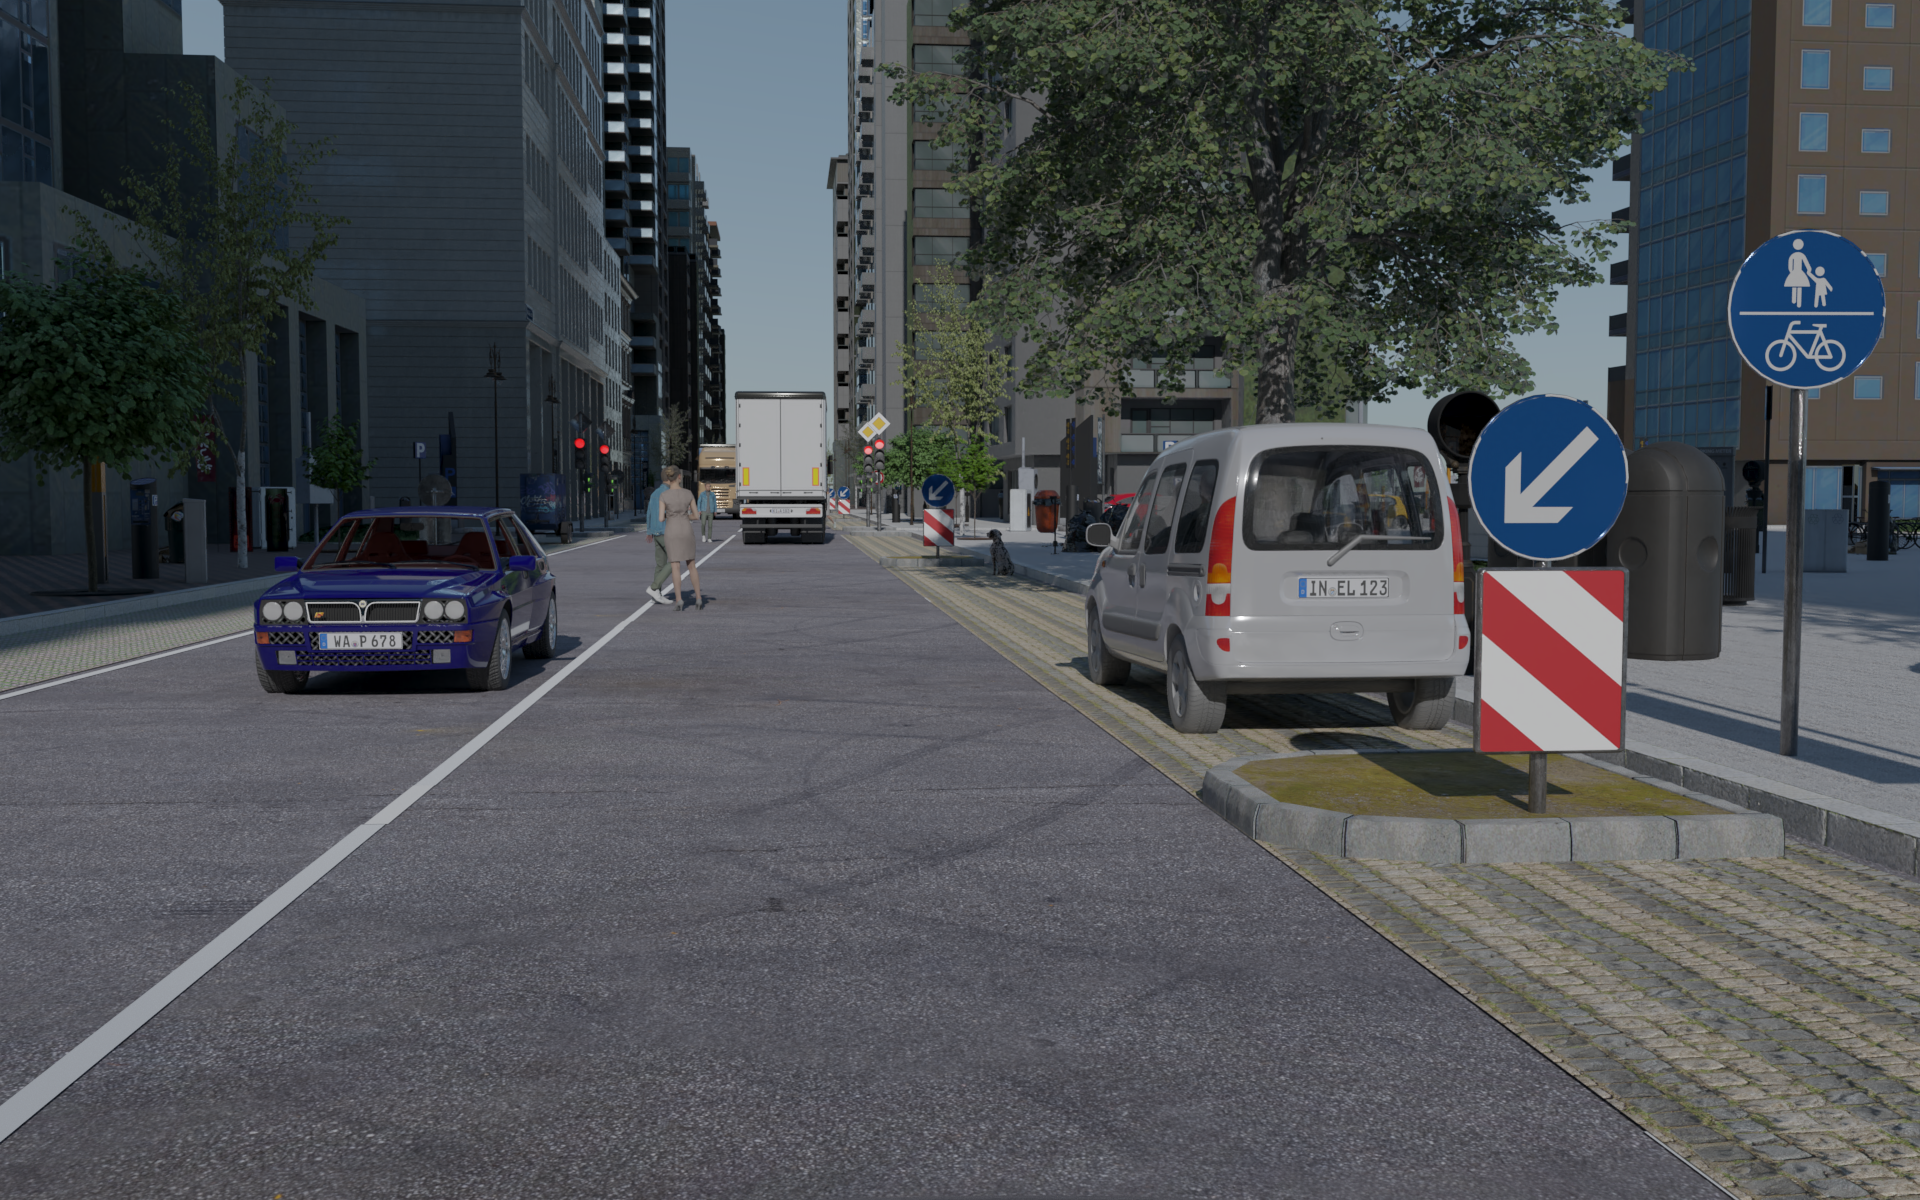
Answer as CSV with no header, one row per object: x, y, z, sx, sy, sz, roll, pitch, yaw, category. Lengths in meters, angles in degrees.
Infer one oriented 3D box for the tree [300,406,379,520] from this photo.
-13.577,-2.663,38.144,1.663,3.219,1.824,0,3,0,tree

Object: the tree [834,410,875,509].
-8.944,-12.386,152.874,4.360,8.622,3.978,0,3,0,tree

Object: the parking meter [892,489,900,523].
-2.861,-4.232,77.598,0.372,1.533,0.369,0,3,0,parking meter

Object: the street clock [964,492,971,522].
0.324,-4.523,78.528,0.358,2.002,0.471,0,4,1,street clock

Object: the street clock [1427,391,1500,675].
3.568,-0.472,12.286,0.471,2.002,0.358,0,4,-4,street clock

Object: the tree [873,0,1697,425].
3.881,-6.968,20.577,9.857,13.997,8.962,0,3,0,tree

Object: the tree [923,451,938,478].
-0.659,-4.402,66.573,1.663,3.219,1.824,0,3,0,tree

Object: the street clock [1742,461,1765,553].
17.174,-2.012,37.464,0.358,2.002,0.471,-2,4,-26,street clock

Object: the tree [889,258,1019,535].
-0.013,-6.313,53.578,4.737,8.622,4.395,0,3,0,tree

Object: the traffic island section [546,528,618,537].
-12.794,-2.216,58.516,2.009,0.180,2.903,0,4,-6,traffic island section

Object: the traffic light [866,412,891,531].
-2.793,-4.311,59.401,0.839,4.253,0.868,0,4,-6,traffic light

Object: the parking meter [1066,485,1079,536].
3.191,-2.498,49.252,0.372,1.533,0.369,0,3,0,parking meter

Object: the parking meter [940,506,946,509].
-0.744,-3.971,73.331,0.372,1.533,0.369,0,3,0,parking meter

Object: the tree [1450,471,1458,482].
15.365,-3.475,51.426,1.663,3.219,1.824,0,3,0,tree

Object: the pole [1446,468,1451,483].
21.775,-5.099,77.208,0.158,3.312,0.155,0,3,0,pole

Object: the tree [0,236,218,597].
-11.228,-2.360,22.295,4.285,4.588,4.351,0,3,0,tree

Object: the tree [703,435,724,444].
-30.574,-16.227,215.672,4.360,8.622,3.978,0,3,0,tree

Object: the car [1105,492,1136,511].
7.278,-3.437,65.232,4.494,1.783,2.155,0,4,-6,car

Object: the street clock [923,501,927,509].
-1.738,-4.973,85.886,0.471,2.002,0.358,-1,4,-15,street clock

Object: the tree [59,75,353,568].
-12.744,-4.866,29.925,4.737,8.622,4.395,0,3,0,tree

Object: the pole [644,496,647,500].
-23.220,-8.207,128.024,0.158,3.312,0.155,0,3,0,pole

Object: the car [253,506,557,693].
-4.281,-0.072,13.761,1.945,1.354,3.894,0,4,-5,car

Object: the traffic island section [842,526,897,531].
-3.553,-2.764,67.464,2.009,0.180,2.903,0,4,-6,traffic island section

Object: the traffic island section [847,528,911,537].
-2.752,-2.278,59.519,2.009,0.180,2.903,0,4,-6,traffic island section

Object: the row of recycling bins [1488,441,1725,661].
5.460,-0.481,14.980,1.069,1.692,3.534,0,4,-2,row of recycling bins

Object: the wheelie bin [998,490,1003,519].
2.302,-4.891,87.871,0.693,1.594,0.980,1,4,16,wheelie bin

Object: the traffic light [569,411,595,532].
-12.753,-4.249,58.385,0.839,4.253,0.868,0,4,-6,traffic light

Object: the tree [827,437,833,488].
-16.932,-16.849,225.838,4.737,8.622,4.395,0,3,0,tree

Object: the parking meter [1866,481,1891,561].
17.715,-1.528,33.398,0.372,1.533,0.369,0,3,0,parking meter

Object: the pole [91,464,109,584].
-12.295,-1.887,24.690,0.158,3.312,0.155,0,3,0,pole

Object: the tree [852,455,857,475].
-5.293,-7.742,110.299,4.285,4.588,4.351,0,3,0,tree

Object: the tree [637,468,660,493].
-22.530,-8.004,125.475,1.663,3.219,1.824,0,3,0,tree

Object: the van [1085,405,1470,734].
1.954,-0.289,11.739,2.013,2.044,4.112,0,4,-6,van

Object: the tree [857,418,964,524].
-1.461,-5.604,75.331,4.285,4.588,4.351,0,3,0,tree

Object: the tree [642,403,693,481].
-23.355,-11.527,138.824,4.360,8.622,3.978,0,3,0,tree

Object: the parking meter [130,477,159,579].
-12.370,-1.092,26.271,0.372,1.533,0.369,0,3,0,parking meter

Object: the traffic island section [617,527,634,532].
-13.595,-2.702,66.461,2.009,0.180,2.903,0,4,-6,traffic island section

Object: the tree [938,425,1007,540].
0.384,-3.306,48.654,1.663,3.219,1.824,0,3,0,tree

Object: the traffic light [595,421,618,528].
-13.554,-4.735,66.330,0.839,4.253,0.868,0,4,-6,traffic light

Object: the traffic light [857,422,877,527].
-3.594,-4.797,67.346,0.839,4.253,0.868,0,4,-6,traffic light
